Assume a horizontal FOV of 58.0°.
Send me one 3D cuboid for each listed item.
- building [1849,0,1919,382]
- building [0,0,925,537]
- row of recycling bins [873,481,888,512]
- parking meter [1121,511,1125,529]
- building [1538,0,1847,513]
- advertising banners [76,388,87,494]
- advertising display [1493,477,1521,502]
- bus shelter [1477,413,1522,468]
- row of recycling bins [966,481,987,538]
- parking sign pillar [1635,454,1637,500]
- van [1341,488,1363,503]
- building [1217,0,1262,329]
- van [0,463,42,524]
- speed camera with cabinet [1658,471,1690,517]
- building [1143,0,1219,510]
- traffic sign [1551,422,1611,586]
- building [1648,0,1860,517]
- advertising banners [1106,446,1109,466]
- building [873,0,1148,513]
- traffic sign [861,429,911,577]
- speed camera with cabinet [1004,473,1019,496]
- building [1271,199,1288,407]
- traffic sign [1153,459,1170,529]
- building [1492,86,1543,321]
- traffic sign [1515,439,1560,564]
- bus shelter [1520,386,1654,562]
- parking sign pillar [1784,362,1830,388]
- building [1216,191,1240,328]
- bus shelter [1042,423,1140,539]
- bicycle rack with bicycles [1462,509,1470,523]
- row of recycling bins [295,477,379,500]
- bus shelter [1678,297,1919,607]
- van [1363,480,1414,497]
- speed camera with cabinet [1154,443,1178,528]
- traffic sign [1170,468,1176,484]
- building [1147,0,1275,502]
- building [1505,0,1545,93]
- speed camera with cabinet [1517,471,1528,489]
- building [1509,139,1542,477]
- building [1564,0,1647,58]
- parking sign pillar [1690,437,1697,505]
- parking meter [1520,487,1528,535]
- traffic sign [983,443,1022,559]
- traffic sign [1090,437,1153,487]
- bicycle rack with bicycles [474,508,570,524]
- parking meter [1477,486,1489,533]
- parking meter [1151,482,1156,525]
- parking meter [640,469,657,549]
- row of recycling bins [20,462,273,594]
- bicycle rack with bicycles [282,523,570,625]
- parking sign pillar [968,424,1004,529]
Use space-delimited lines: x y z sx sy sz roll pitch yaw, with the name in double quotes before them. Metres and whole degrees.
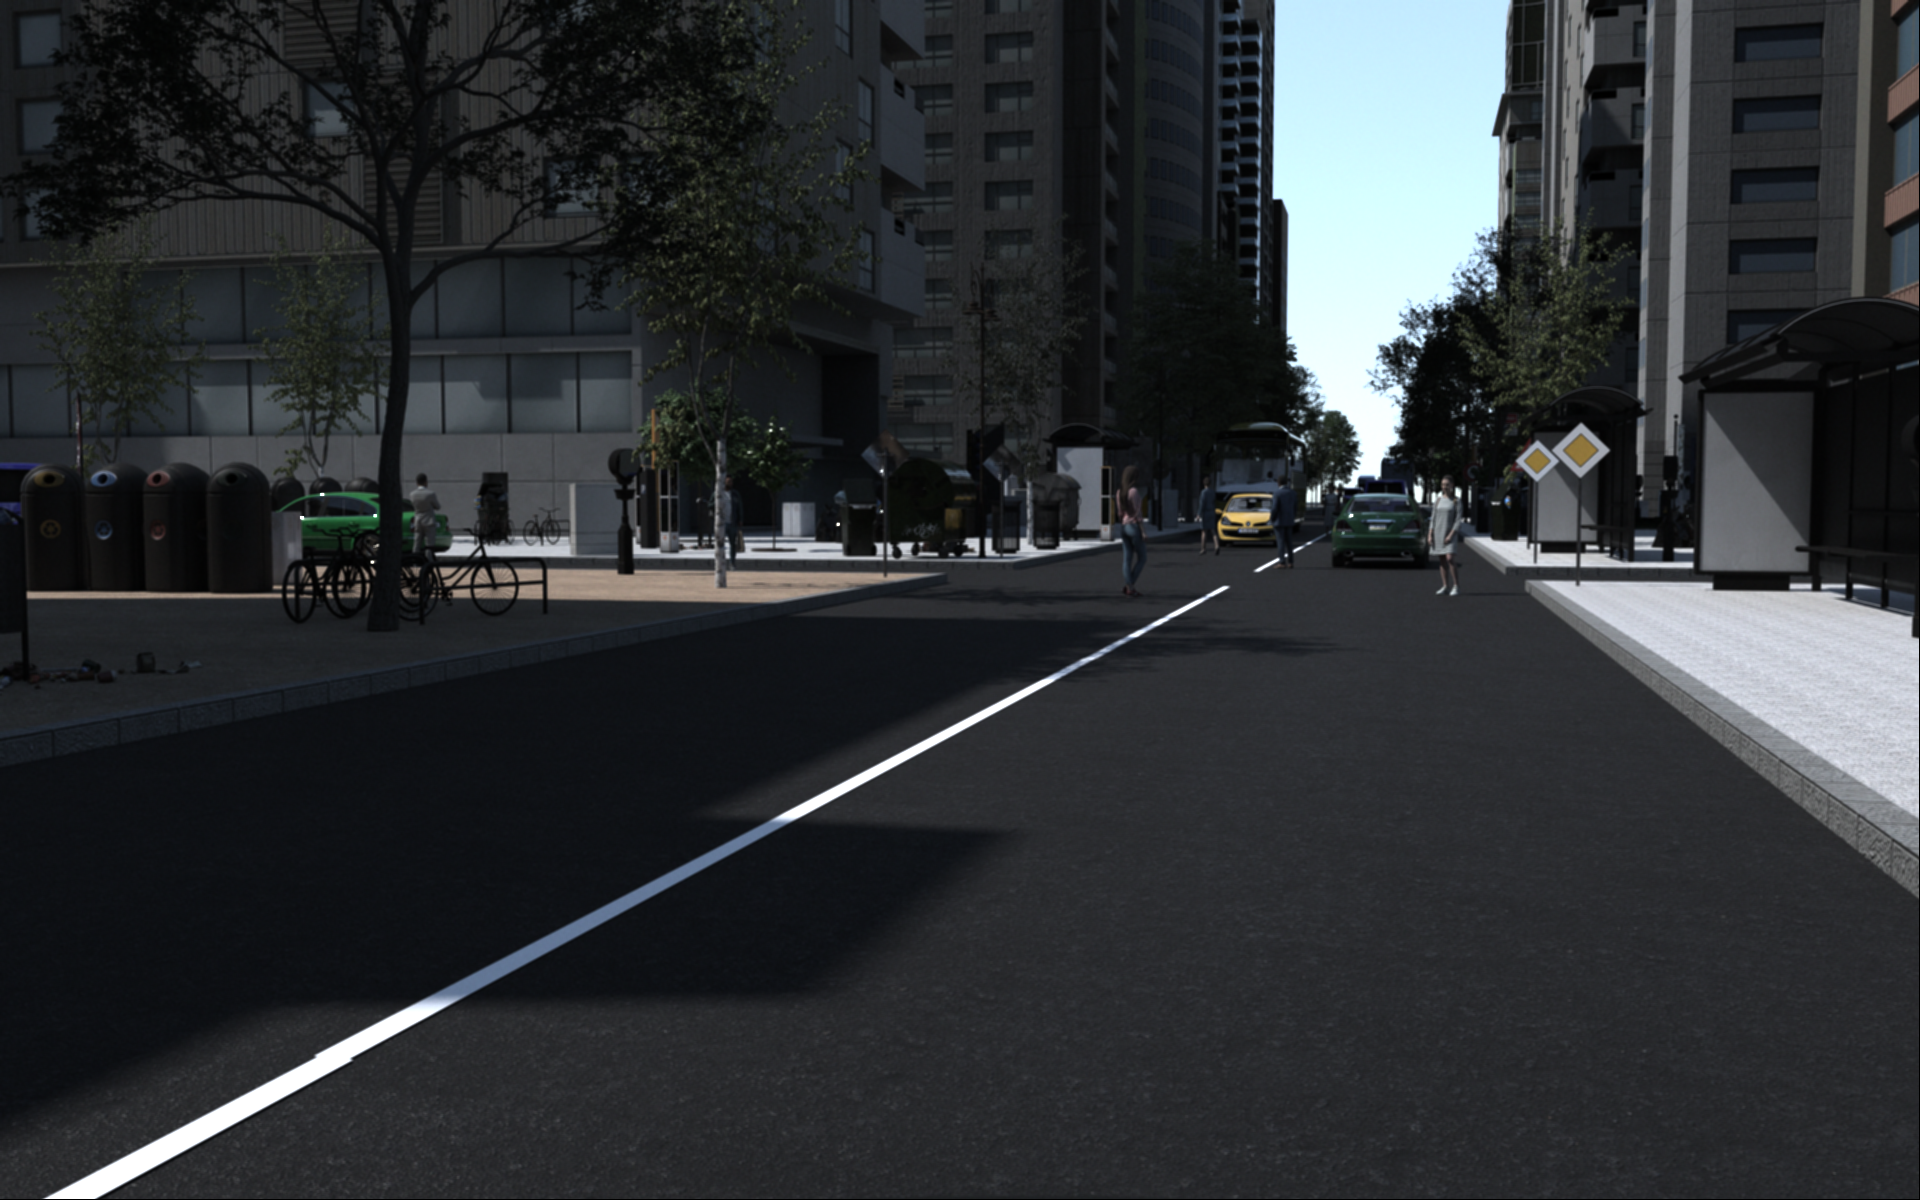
"building" 37.655 -23.778 43.396 28.867 44.769 22.147 1 4 14
"building" -17.085 -29.057 64.314 28.713 52.752 27.495 1 4 14
"row of recycling bins" -2.322 -2.840 53.551 1.069 1.692 3.534 -3 5 -40
"parking meter" 6.039 -3.322 62.729 0.372 1.533 0.369 0 3 0
"building" 61.842 -37.262 151.228 21.231 58.520 28.212 1 4 14
"advertising banners" -14.996 -2.042 29.568 0.090 3.025 2.074 -2 4 -25
"advertising display" 20.134 -3.580 63.748 0.974 1.923 0.123 0 4 8
"bus shelter" 25.850 -6.466 83.345 2.179 5.291 8.768 1 4 14
"row of recycling bins" 0.152 -2.749 52.063 1.069 1.692 3.534 1 4 9
"parking sign pillar" 30.915 -5.654 80.910 1.447 3.967 1.447 -3 5 -40
"van" 37.563 -9.848 165.406 2.240 2.365 5.245 1 4 14
"building" 26.905 -55.119 213.864 22.319 86.520 31.000 1 4 14
"van" -20.972 -1.876 35.058 5.245 2.365 2.240 1 4 14
"speed camera with cabinet" 27.778 -4.421 66.620 0.660 3.252 2.038 -1 4 -17
"building" 9.498 -36.857 144.615 21.231 58.520 28.212 1 4 14
"traffic sign" 8.628 -1.253 24.131 0.795 2.450 0.064 1 4 14
"building" 45.157 -33.218 85.120 21.231 58.520 28.212 1 4 14
"advertising banners" 4.612 -3.908 60.079 0.090 3.025 2.074 3 4 37
"building" 2.503 -25.280 96.916 14.154 41.232 14.086 1 4 14
"traffic sign" -1.148 -1.407 26.640 0.795 2.450 0.064 1 4 14
"speed camera with cabinet" 3.196 -5.725 87.936 2.038 3.252 0.660 -2 4 -24
"building" 40.992 -37.108 256.830 14.600 45.320 14.200 1 4 14
"traffic sign" 7.246 -3.846 62.990 0.768 2.556 0.104 1 4 19
"building" 82.585 -38.541 219.390 28.713 52.752 27.495 1 4 14
"traffic sign" 10.604 -1.726 31.869 0.795 2.450 0.064 1 4 14
"bus shelter" 12.541 -2.515 35.049 2.014 3.302 5.546 1 4 14
"parking sign pillar" 15.957 -2.738 33.240 1.447 3.967 1.447 2 4 35
"building" 18.958 -24.082 165.449 14.160 30.474 14.107 1 4 14
"bus shelter" 4.007 -3.555 52.041 2.014 3.302 5.546 1 4 14
"bicycle rack with bicycles" 23.433 -3.807 75.630 2.925 0.926 2.852 1 4 11
"row of recycling bins" -15.888 -2.147 42.214 3.534 1.692 1.069 -3 4 -36
"bus shelter" 9.957 -1.624 20.478 2.014 3.302 5.546 1 4 14
"van" 18.829 -4.403 76.366 2.240 2.365 5.245 1 4 16
"speed camera with cabinet" 7.969 -4.437 66.879 0.660 3.252 2.038 0 4 -4
"traffic sign" 8.243 -4.055 68.426 0.606 2.300 0.079 1 4 19
"building" 34.793 -49.018 239.689 20.563 71.187 20.611 1 4 14
"building" 85.024 -49.239 243.308 20.563 71.187 20.611 1 4 14
"speed camera with cabinet" 22.370 -4.647 70.320 2.038 3.252 0.660 3 5 42
"building" 71.093 -31.652 201.111 14.154 41.232 14.086 1 4 14
"building" 58.184 -32.685 123.644 28.713 52.752 27.495 1 4 14
"parking sign pillar" 25.068 -4.270 58.289 1.447 3.967 1.447 0 4 -1
"parking meter" 17.794 -2.811 54.376 0.372 1.533 0.369 0 3 0
"traffic sign" 0.828 -1.880 34.378 0.795 2.450 0.064 1 4 14
"traffic sign" 5.753 -4.161 61.911 2.265 3.308 0.079 1 4 16
"bicycle rack with bicycles" -11.236 -1.862 43.822 2.852 0.926 2.925 1 4 11
"parking meter" 17.240 -2.977 57.084 0.372 1.533 0.369 0 3 0
"parking meter" 8.078 -4.006 71.204 0.255 1.863 0.399 -2 4 -32
"parking meter" -7.365 -2.151 40.874 0.255 1.863 0.399 -3 5 -39
"row of recycling bins" -10.755 -0.967 22.923 3.534 1.692 1.069 1 4 10
"bicycle rack with bicycles" -5.828 -0.289 18.101 2.852 0.926 2.925 2 4 30
"parking sign pillar" 0.982 -4.672 64.854 1.447 3.967 1.447 -1 4 -20
